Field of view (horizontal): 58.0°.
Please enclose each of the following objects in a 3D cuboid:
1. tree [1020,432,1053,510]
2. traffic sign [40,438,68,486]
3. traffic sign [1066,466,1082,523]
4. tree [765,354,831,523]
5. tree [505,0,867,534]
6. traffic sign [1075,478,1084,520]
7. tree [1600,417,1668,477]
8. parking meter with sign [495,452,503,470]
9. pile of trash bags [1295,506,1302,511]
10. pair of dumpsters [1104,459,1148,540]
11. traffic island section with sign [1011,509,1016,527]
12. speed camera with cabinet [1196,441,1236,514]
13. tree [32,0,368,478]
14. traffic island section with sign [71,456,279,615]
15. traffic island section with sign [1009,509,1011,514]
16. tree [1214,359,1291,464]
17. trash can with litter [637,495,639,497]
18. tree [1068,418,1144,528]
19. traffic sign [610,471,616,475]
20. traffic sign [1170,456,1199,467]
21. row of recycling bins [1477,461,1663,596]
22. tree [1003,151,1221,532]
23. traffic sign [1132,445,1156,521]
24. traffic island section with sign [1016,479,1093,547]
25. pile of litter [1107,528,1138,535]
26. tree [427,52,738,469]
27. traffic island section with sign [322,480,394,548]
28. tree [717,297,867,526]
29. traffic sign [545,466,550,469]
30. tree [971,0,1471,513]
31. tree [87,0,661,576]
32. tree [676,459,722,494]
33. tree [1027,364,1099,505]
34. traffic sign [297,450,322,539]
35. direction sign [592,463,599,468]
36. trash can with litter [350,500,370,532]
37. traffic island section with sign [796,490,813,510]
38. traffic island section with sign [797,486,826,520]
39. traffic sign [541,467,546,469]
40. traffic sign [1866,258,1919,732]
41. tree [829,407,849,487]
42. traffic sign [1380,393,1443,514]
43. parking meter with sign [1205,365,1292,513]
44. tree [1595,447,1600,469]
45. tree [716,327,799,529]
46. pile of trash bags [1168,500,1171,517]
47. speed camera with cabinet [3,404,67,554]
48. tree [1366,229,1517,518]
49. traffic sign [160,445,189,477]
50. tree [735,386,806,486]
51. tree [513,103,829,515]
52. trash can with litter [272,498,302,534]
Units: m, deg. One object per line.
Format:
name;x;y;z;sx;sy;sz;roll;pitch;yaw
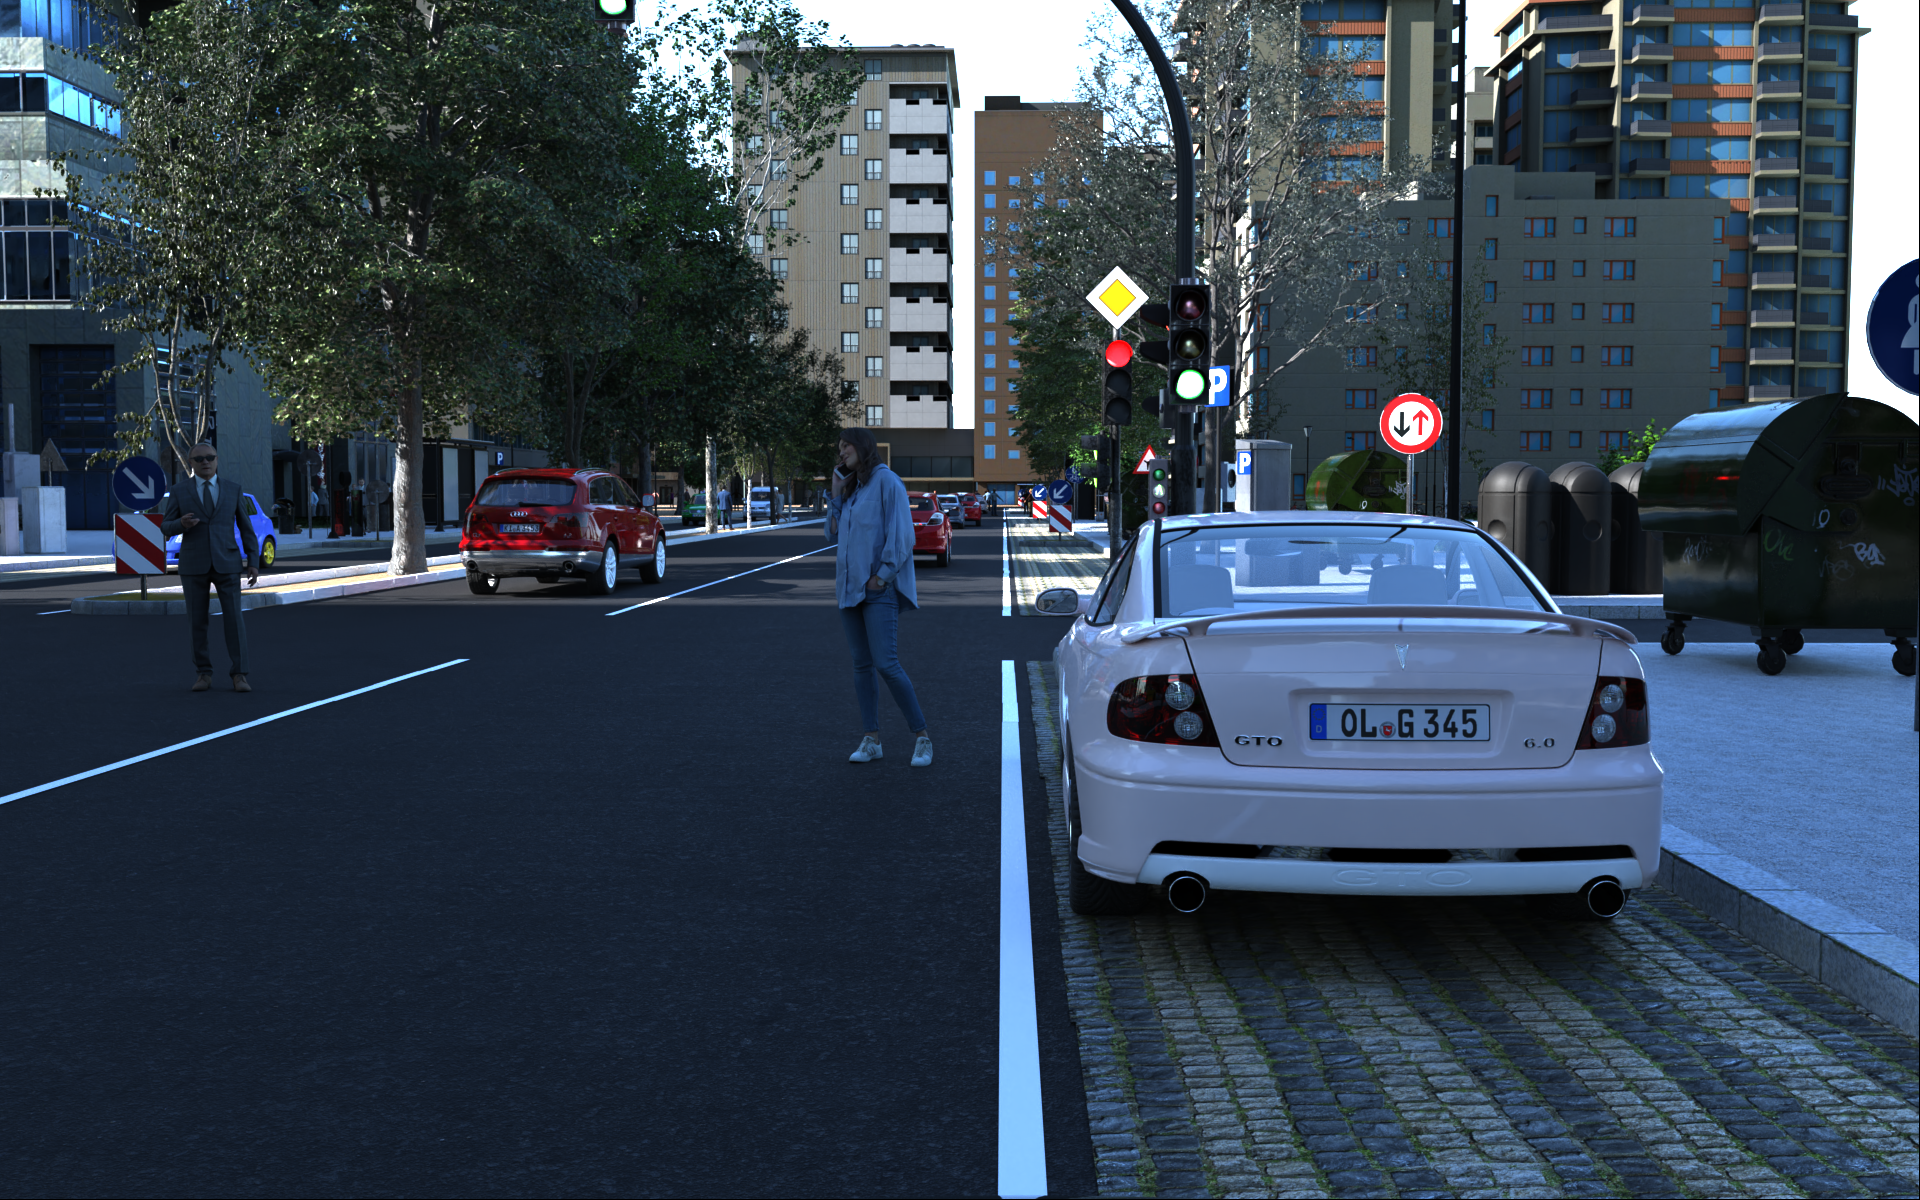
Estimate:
tree;7.020;-11.658;140.964;4.737;8.622;4.395;0;3;0
traffic sign;-21.110;-2.458;40.192;0.884;2.594;0.081;0;4;7
traffic sign;5.026;-4.649;76.117;0.768;2.556;0.104;1;4;10
tree;-8.245;-8.017;83.899;4.737;8.622;4.395;0;3;0
tree;-9.973;-12.426;61.506;12.611;20.169;13.585;0;3;0
traffic sign;5.695;-5.143;84.195;0.768;2.556;0.104;1;4;10
tree;17.465;-2.997;43.595;1.663;3.219;1.824;0;3;0
parking meter with sign;-18.254;-4.603;71.512;1.738;3.016;0.543;1;4;14
pile of trash bags;6.208;-1.406;32.734;1.912;1.369;3.447;-1;4;-9
pair of dumpsters;5.070;-2.902;49.940;1.574;2.255;4.437;0;4;2
traffic island section with sign;3.312;-4.044;74.755;1.989;1.847;2.006;0;4;1
speed camera with cabinet;7.186;-3.340;48.947;0.660;3.252;2.038;2;4;30
tree;-9.908;-4.260;22.469;4.360;8.622;3.978;0;3;0
traffic island section with sign;-9.864;-0.818;21.507;2.006;1.907;1.989;0;4;1
traffic island section with sign;4.560;-7.023;123.461;1.989;1.847;2.006;0;4;1
tree;15.578;-8.728;93.065;4.360;8.622;3.978;0;3;0
trash can with litter;-17.429;-5.008;92.944;1.678;1.210;2.233;0;4;-4
tree;5.817;-5.075;66.683;4.285;4.588;4.351;0;3;0
traffic sign;-19.535;-5.965;97.255;0.795;2.593;0.064;0;4;6
traffic sign;6.143;-2.894;47.427;0.768;2.556;0.104;1;4;10
row of recycling bins;8.346;-0.932;22.355;3.534;1.692;1.069;-1;4;-17
tree;4.968;-8.531;57.605;7.486;12.596;7.792;0;3;0
traffic sign;4.973;-2.784;45.526;0.884;2.594;0.081;0;4;7
traffic island section with sign;2.619;-2.376;47.478;1.989;1.847;2.006;0;4;1
pile of litter;5.425;-2.445;53.936;1.176;0.858;1.719;-3;5;-44
tree;-9.084;-6.880;40.696;9.928;11.665;9.643;0;3;0
traffic island section with sign;-15.926;-2.339;46.876;1.989;1.847;2.006;0;4;1
tree;-8.237;-8.559;76.816;8.767;10.594;7.601;0;4;1
traffic sign;-17.547;-4.515;73.829;0.884;2.594;0.081;0;4;3
tree;5.470;-7.736;36.846;12.009;13.543;11.850;0;3;0
tree;-9.757;-7.410;30.266;9.857;13.997;8.962;0;3;0
tree;-17.424;-8.104;116.210;4.285;4.588;4.351;0;3;0
tree;5.887;-8.922;96.234;4.360;8.622;3.978;0;3;0
traffic sign;-18.714;-3.041;49.831;0.768;2.556;0.104;0;4;8
direction sign;-17.441;-5.604;83.616;0.379;3.537;0.876;2;4;34
trash can with litter;-20.463;-2.938;59.101;1.678;1.210;2.233;0;4;7
traffic island section with sign;-13.251;-8.743;151.571;1.989;1.847;2.006;0;4;1
traffic island section with sign;-7.963;-5.412;96.621;2.006;1.907;1.989;0;4;1
traffic sign;-19.301;-4.938;80.837;0.768;2.556;0.104;0;4;2
traffic sign;5.208;-0.562;9.295;0.768;2.556;0.104;0;4;3
tree;-15.040;-15.384;168.538;9.611;12.733;9.660;0;3;0
traffic sign;5.694;-1.335;21.925;0.768;2.556;0.104;1;4;11
parking meter with sign;4.250;-1.704;24.119;1.738;3.016;0.543;-2;4;-30
tree;22.491;-3.985;59.752;1.663;3.219;1.824;0;3;0
tree;-8.570;-7.191;70.395;4.360;8.622;3.978;0;3;0
pile of trash bags;7.329;-3.159;61.397;1.912;1.369;3.447;2;4;26
speed camera with cabinet;-20.111;-2.647;37.613;2.038;3.252;0.660;3;5;43
tree;13.363;-5.944;47.545;4.360;8.622;3.978;0;3;0
traffic sign;-20.319;-2.734;44.808;0.768;2.556;0.104;0;4;5
tree;-16.696;-13.771;143.275;7.486;12.596;7.792;0;3;0
tree;-9.230;-8.016;50.522;9.611;12.733;9.660;0;3;0
trash can with litter;-21.564;-2.701;55.557;0.624;1.170;1.055;0;4;3
